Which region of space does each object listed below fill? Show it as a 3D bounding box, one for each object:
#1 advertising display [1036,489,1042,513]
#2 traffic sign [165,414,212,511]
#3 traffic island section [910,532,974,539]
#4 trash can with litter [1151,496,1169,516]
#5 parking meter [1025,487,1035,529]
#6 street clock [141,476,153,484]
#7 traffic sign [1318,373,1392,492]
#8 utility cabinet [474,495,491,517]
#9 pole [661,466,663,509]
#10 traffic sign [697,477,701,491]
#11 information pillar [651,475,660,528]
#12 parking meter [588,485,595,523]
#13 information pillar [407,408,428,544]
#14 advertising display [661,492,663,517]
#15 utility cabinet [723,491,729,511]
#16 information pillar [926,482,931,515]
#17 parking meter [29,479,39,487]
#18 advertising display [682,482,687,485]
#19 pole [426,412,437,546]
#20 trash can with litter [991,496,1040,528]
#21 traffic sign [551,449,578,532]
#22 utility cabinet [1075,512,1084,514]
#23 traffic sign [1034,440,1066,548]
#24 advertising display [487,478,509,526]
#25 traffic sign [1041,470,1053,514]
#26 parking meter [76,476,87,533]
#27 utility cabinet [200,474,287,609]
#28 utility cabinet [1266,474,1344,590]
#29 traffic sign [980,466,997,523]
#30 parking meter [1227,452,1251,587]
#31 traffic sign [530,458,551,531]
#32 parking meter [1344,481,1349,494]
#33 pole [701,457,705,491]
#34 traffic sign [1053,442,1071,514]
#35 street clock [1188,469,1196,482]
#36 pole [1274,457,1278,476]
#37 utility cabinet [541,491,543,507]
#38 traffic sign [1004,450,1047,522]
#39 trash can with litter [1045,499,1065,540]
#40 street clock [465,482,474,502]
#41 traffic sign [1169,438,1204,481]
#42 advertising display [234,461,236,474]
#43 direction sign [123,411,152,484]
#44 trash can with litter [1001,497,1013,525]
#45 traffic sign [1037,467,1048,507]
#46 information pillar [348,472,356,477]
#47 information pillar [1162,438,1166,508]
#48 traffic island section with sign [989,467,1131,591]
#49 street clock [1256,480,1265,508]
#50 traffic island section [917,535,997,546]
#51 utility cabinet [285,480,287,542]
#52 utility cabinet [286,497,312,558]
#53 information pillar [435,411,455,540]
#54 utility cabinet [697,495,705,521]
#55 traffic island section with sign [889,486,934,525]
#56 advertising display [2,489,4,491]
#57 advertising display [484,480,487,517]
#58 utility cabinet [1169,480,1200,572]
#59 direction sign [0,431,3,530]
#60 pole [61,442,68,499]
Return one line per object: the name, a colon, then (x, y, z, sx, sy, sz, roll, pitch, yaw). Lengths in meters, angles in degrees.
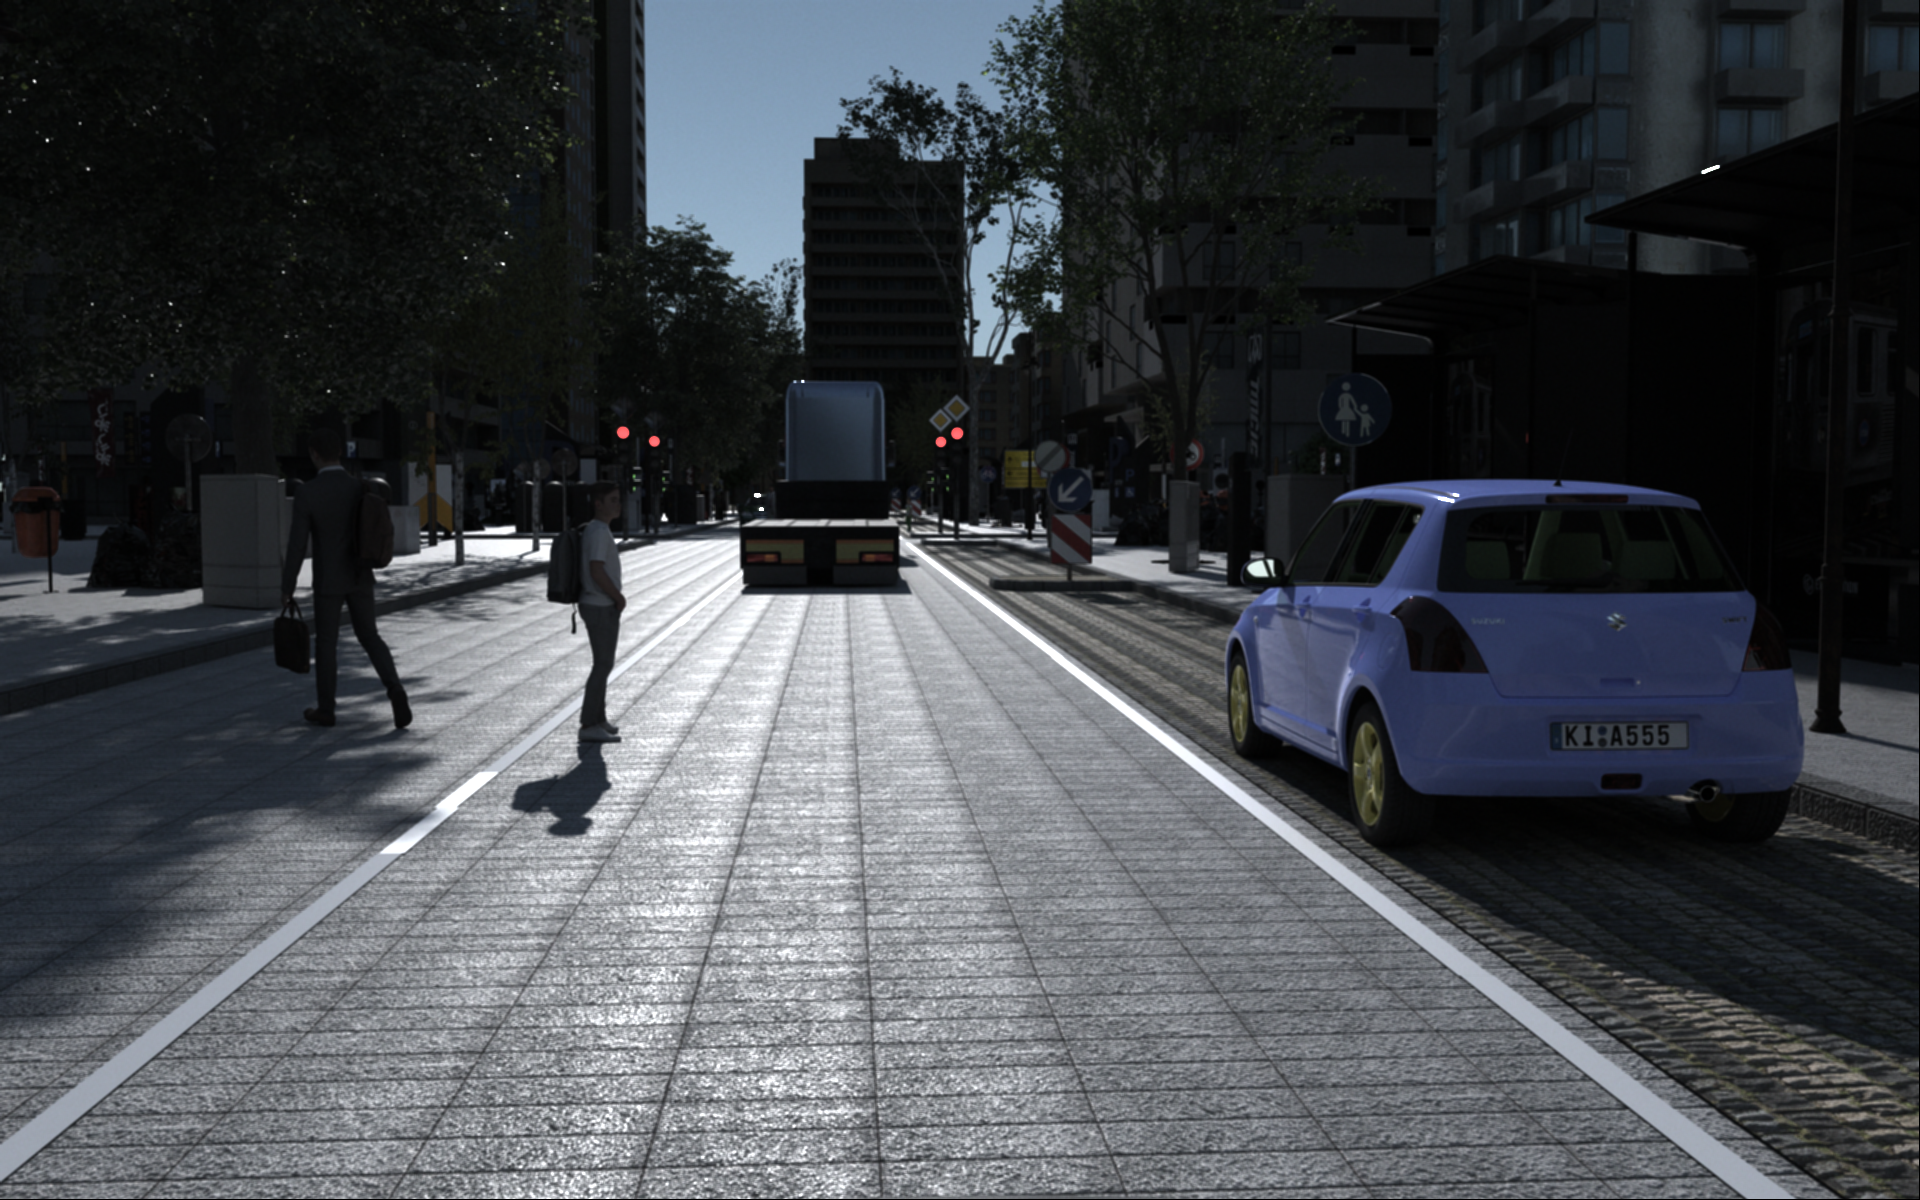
advertising display: (5.255, -6.931, 118.534, 0.123, 1.923, 0.974, -3, 4, -39)
traffic sign: (-12.249, -1.676, 27.503, 0.768, 2.556, 0.104, 0, 4, 4)
traffic island section: (-0.618, -2.117, 56.901, 2.009, 0.180, 2.903, 0, 4, -4)
trash can with litter: (5.238, -2.241, 48.022, 0.624, 1.170, 1.055, -3, 4, -38)
parking meter: (2.539, -3.341, 63.042, 0.372, 1.533, 0.369, 0, 3, 0)
street clock: (-31.981, -3.894, 68.239, 0.471, 2.002, 0.358, 1, 4, 9)
traffic sign: (4.157, -1.114, 18.320, 0.768, 2.556, 0.104, 0, 4, 4)
utility cabinet: (-27.244, -5.370, 98.960, 1.020, 1.237, 0.306, 1, 4, 13)
pole: (-17.117, -6.441, 99.152, 0.158, 3.312, 0.155, 0, 3, 0)
traffic sign: (-19.367, -7.913, 129.480, 0.768, 2.556, 0.104, 0, 4, 5)
information pillar: (-11.656, -3.784, 66.354, 0.304, 2.012, 0.304, 0, 4, -5)
parking meter: (-9.115, -2.135, 43.313, 0.372, 1.533, 0.369, 0, 3, 0)
information pillar: (-14.030, -3.269, 44.797, 0.504, 3.616, 0.183, -1, 4, -11)
advertising display: (-17.286, -5.688, 98.209, 0.974, 1.923, 0.123, -3, 4, -37)
utility cabinet: (-17.336, -7.322, 128.391, 0.318, 1.500, 1.173, 0, 4, -2)
information pillar: (-1.941, -6.301, 107.517, 0.304, 2.012, 0.304, -1, 4, -11)
parking meter: (-36.568, -3.831, 68.356, 0.399, 1.863, 0.255, 0, 4, 0)
advertising display: (-15.071, -5.458, 94.459, 0.974, 1.923, 0.123, 0, 4, -6)
pole: (-13.108, -3.005, 42.976, 0.158, 3.312, 0.155, 0, 3, 0)
trash can with litter: (2.095, -3.436, 67.228, 2.233, 1.210, 1.678, -1, 4, -13)
traffic sign: (-11.074, -2.958, 48.473, 0.768, 2.556, 0.104, 0, 4, 5)
utility cabinet: (4.806, -3.703, 71.702, 0.306, 1.237, 1.020, 2, 4, 33)
traffic sign: (2.127, -2.511, 41.164, 0.768, 2.556, 0.104, 0, 4, -2)
advertising display: (-18.634, -3.966, 70.059, 0.974, 1.923, 0.123, 2, 4, 31)
traffic sign: (2.390, -2.625, 45.051, 0.606, 2.300, 0.079, 0, 4, 5)
parking meter: (-28.705, -3.112, 56.586, 0.255, 1.863, 0.399, -2, 4, -28)
utility cabinet: (-8.099, -0.663, 19.522, 1.173, 1.500, 0.318, 3, 4, 38)
utility cabinet: (3.841, -0.650, 19.302, 0.318, 1.500, 1.173, 3, 5, 41)
traffic sign: (1.264, -4.749, 77.748, 0.768, 2.556, 0.104, 0, 4, 2)
parking meter: (3.895, -1.129, 24.169, 0.255, 1.863, 0.399, 0, 4, -5)
traffic sign: (-14.754, -3.713, 60.817, 0.768, 2.556, 0.104, 0, 4, -3)
parking meter: (6.409, -1.263, 29.056, 0.372, 1.533, 0.369, 0, 3, 0)
pole: (-13.977, -6.137, 94.184, 0.158, 3.312, 0.155, 0, 3, 0)
traffic sign: (2.305, -2.573, 42.171, 0.768, 2.556, 0.104, 0, 4, -3)
street clock: (5.140, -2.089, 38.732, 0.358, 2.002, 0.471, 0, 4, 1)
pole: (17.448, -6.224, 95.604, 0.158, 3.312, 0.155, 0, 3, 0)
utility cabinet: (-27.525, -6.385, 113.079, 1.173, 1.500, 0.318, 1, 4, 13)
traffic sign: (3.151, -5.246, 79.648, 2.265, 3.308, 0.079, 0, 4, -1)
trash can with litter: (2.742, -2.198, 47.317, 0.624, 1.170, 1.055, -2, 4, -23)
street clock: (-29.485, -6.095, 104.219, 0.471, 2.002, 0.358, -3, 4, -37)
traffic sign: (4.994, -2.333, 38.245, 0.768, 2.556, 0.104, 0, 4, 1)
advertising display: (-13.538, -1.710, 33.171, 0.123, 1.923, 0.974, 1, 4, 12)
direction sign: (-22.587, -3.404, 47.647, 0.876, 3.537, 0.379, 1, 4, 15)
trash can with litter: (1.814, -3.556, 69.522, 0.624, 1.170, 1.055, 0, 4, 1)
traffic sign: (2.962, -3.566, 58.411, 0.768, 2.556, 0.104, 0, 4, 1)
information pillar: (-20.675, -3.318, 58.749, 0.304, 2.012, 0.304, -3, 4, -38)
information pillar: (8.611, -5.001, 73.123, 0.183, 3.616, 0.504, 0, 4, -5)
traffic island section with sign: (1.471, -1.080, 26.292, 1.989, 1.847, 2.006, 0, 4, -4)
street clock: (15.753, -5.275, 90.813, 0.471, 2.002, 0.358, 3, 5, 45)
traffic island section: (-0.075, -1.630, 48.934, 2.009, 0.180, 2.903, 0, 4, -4)
utility cabinet: (-10.981, -1.097, 26.615, 1.173, 1.500, 0.318, 0, 4, 6)
utility cabinet: (-13.493, -1.437, 34.658, 1.020, 1.237, 0.306, -2, 4, -24)
information pillar: (-14.513, -3.506, 48.680, 0.504, 3.616, 0.183, -3, 5, -40)
utility cabinet: (-12.617, -4.348, 82.250, 1.020, 1.237, 0.306, 2, 4, 28)
traffic island section with sign: (-2.279, -4.454, 81.444, 1.989, 1.847, 2.006, 0, 4, -4)
advertising display: (-70.291, -7.464, 127.246, 0.123, 1.923, 0.974, -2, 4, -32)
advertising display: (-21.549, -4.586, 80.190, 0.974, 1.923, 0.123, -3, 5, -45)
utility cabinet: (3.719, -1.217, 28.584, 0.318, 1.500, 1.173, 1, 4, 18)
direction sign: (-34.728, -4.309, 62.441, 0.876, 3.537, 0.379, 3, 4, 38)
pole: (-34.904, -4.506, 67.517, 0.158, 3.312, 0.155, 0, 3, 0)
